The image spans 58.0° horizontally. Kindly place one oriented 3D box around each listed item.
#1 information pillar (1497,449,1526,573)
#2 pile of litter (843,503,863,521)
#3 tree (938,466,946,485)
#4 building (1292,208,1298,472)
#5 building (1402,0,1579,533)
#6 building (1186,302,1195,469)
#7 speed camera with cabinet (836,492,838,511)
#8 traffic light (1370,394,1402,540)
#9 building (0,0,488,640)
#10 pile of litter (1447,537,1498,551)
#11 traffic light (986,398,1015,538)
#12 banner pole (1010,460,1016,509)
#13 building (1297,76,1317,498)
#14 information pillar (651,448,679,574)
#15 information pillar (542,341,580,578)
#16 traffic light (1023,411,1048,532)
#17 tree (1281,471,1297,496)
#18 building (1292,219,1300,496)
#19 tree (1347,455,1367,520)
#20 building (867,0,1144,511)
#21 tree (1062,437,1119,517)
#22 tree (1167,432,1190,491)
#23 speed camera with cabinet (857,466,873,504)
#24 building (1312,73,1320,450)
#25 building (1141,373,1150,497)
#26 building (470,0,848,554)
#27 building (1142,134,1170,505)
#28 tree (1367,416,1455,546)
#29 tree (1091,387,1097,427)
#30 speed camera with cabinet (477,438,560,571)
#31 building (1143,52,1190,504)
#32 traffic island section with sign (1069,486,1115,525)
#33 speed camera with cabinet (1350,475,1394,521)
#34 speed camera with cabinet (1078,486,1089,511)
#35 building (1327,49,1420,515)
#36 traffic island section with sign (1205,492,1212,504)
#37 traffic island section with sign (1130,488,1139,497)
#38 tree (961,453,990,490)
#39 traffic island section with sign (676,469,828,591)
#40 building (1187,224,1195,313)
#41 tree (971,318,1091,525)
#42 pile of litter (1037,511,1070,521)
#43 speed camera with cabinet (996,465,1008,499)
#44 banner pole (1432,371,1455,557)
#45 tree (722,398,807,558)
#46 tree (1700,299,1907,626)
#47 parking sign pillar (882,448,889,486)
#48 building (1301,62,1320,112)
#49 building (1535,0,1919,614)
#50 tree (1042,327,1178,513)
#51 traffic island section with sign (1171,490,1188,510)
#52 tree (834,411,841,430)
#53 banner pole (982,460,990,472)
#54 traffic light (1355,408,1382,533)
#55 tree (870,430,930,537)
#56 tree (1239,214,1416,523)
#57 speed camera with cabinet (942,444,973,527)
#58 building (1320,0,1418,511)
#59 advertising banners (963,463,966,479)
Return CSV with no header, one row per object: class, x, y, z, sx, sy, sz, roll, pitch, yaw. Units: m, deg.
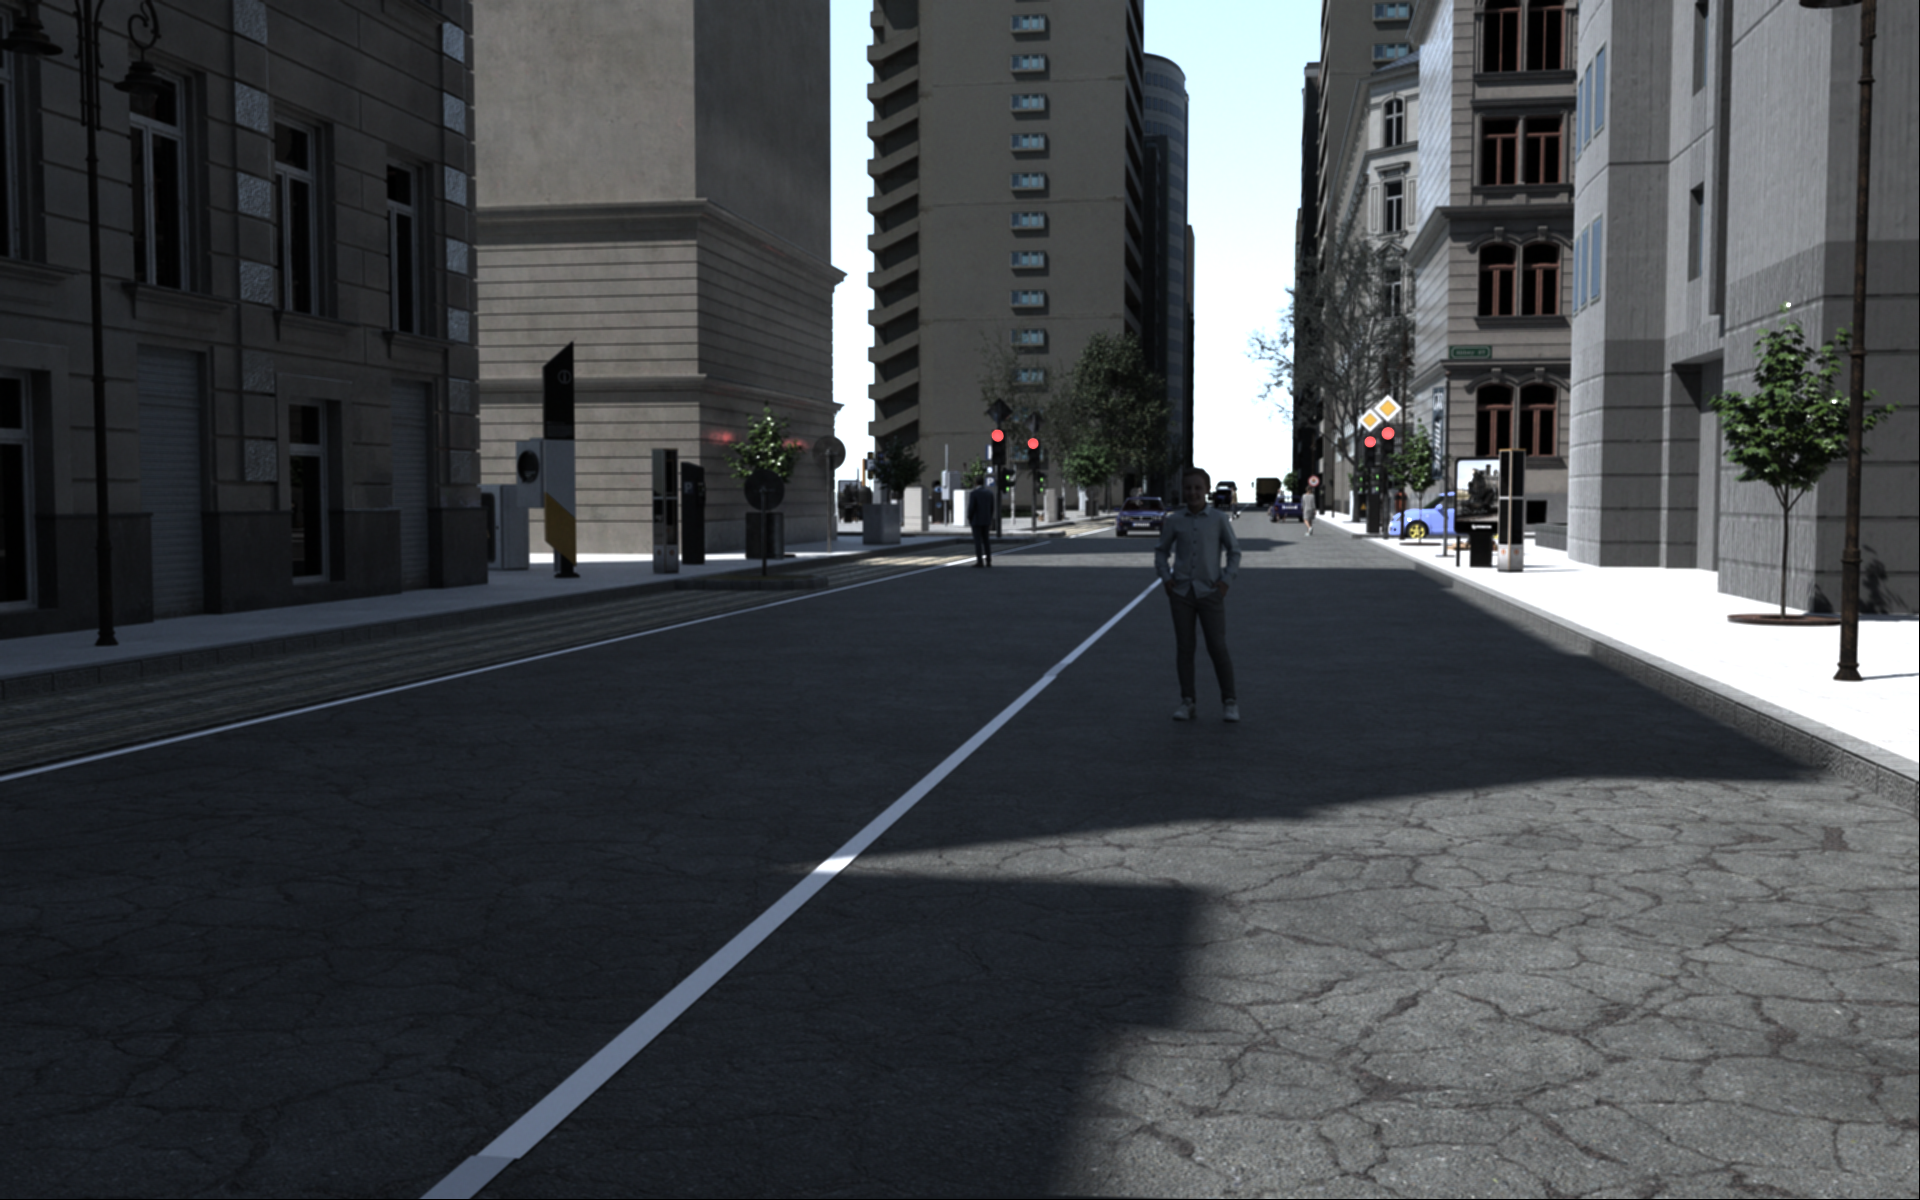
information pillar,9.040,-1.462,28.395,0.304,2.012,0.304,-1,4,-22
pile of litter,-5.175,-4.251,83.472,1.176,0.858,1.719,2,4,27
tree,-1.077,-7.715,120.737,1.663,3.219,1.824,0,3,0
building,63.917,-39.818,274.725,21.300,48.544,21.600,1,4,10
building,28.208,-16.771,61.589,23.554,28.519,14.401,1,4,10
building,28.641,-30.243,266.172,14.160,30.474,14.107,1,4,10
speed camera with cabinet,-8.517,-8.511,133.486,2.038,3.252,0.660,1,4,11
traffic light,12.015,-3.664,48.835,0.839,4.253,0.868,1,4,10
building,-14.377,-13.195,12.998,12.463,27.353,25.104,1,4,10
pile of litter,11.776,-1.560,39.477,1.176,0.858,1.719,0,4,-5
traffic light,1.162,-3.778,50.694,0.839,4.253,0.868,1,4,10
banner pole,3.846,-8.310,125.885,0.401,3.779,0.863,-2,4,-31
building,48.641,-34.732,191.565,21.300,48.544,21.600,1,4,10
information pillar,-4.761,-1.437,27.995,0.304,2.012,0.304,3,4,39
information pillar,-6.108,-2.147,26.466,0.504,3.616,0.183,-2,4,-34
traffic light,2.526,-4.259,58.562,0.839,4.253,0.868,1,4,10
tree,42.162,-14.392,219.024,4.285,4.588,4.351,0,3,0
building,56.878,-35.137,258.090,14.154,41.232,14.086,1,4,10
tree,19.975,-5.577,85.787,1.663,3.219,1.824,0,3,0
building,3.954,-31.901,145.288,21.300,48.544,21.600,1,4,10
tree,7.400,-7.044,98.881,4.285,4.588,4.351,0,3,0
tree,24.892,-15.470,203.293,4.737,8.622,4.395,0,3,0
speed camera with cabinet,-6.641,-7.817,122.140,0.660,3.252,2.038,-3,5,-44
building,45.249,-31.231,165.253,22.147,44.769,28.867,1,4,10
building,8.020,-52.440,170.068,22.319,86.520,31.000,1,4,10
building,-20.998,-13.851,45.545,34.723,24.649,14.460,1,4,10
building,15.828,-31.152,192.937,14.154,41.232,14.086,1,4,10
tree,11.427,-2.988,43.460,1.663,3.219,1.824,0,3,0
tree,5.298,-8.576,90.574,4.360,8.622,3.978,0,3,0
speed camera with cabinet,-7.435,-2.122,29.036,2.038,3.252,0.660,3,5,40
building,19.183,-42.147,231.100,21.231,58.520,28.212,1,4,10
traffic island section with sign,6.113,-4.340,79.589,1.989,1.847,2.006,1,4,10
speed camera with cabinet,19.904,-5.462,83.639,2.038,3.252,0.660,-1,4,-12
speed camera with cabinet,9.447,-8.461,132.668,0.660,3.252,2.038,0,4,-3
building,32.091,-20.206,106.781,17.030,29.872,44.131,1,4,10
traffic island section with sign,38.284,-15.690,265.152,1.989,1.847,2.006,1,4,10
traffic island section with sign,10.897,-6.027,107.176,1.989,1.847,2.006,1,4,10
tree,0.756,-5.327,81.699,1.663,3.219,1.824,0,3,0
traffic island section with sign,-3.099,-1.093,26.498,1.989,1.847,2.006,1,4,10
building,30.573,-38.508,279.723,14.600,45.320,14.200,1,4,10
tree,2.389,-7.443,72.059,4.360,8.622,3.978,0,3,0
pile of litter,4.862,-4.578,88.811,1.719,0.858,1.176,0,4,6
speed camera with cabinet,1.204,-5.151,78.547,2.038,3.252,0.660,-2,4,-32
banner pole,9.883,-2.787,35.577,0.401,3.779,0.863,-1,4,-12
tree,-4.008,-2.483,35.204,1.663,3.219,1.824,0,3,0
tree,8.197,-1.392,17.354,1.663,3.219,1.824,0,3,0
parking sign pillar,-4.409,-6.950,102.106,1.447,3.967,1.447,0,4,-3
building,57.037,-42.453,236.112,21.231,58.520,28.212,1,4,10
building,21.930,-29.778,28.872,21.231,58.520,28.212,1,4,10
tree,10.231,-12.331,118.614,9.611,12.733,9.660,0,3,0
traffic island section with sign,19.579,-9.088,157.219,1.989,1.847,2.006,1,4,10
tree,-9.129,-9.093,99.028,4.360,8.622,3.978,0,3,0
banner pole,1.705,-7.673,115.462,0.863,3.779,0.401,0,4,-8
traffic light,13.379,-4.146,56.703,0.839,4.253,0.868,1,4,10
tree,-1.973,-3.527,52.261,1.663,3.219,1.824,0,3,0
tree,17.541,-10.188,76.939,12.009,13.543,11.850,0,3,0
speed camera with cabinet,-0.031,-4.525,68.316,0.660,3.252,2.038,-2,4,-27
building,40.237,-31.605,140.443,21.300,48.544,21.600,1,4,10
advertising banners,0.470,-6.249,98.362,0.090,3.025,2.074,1,4,16
